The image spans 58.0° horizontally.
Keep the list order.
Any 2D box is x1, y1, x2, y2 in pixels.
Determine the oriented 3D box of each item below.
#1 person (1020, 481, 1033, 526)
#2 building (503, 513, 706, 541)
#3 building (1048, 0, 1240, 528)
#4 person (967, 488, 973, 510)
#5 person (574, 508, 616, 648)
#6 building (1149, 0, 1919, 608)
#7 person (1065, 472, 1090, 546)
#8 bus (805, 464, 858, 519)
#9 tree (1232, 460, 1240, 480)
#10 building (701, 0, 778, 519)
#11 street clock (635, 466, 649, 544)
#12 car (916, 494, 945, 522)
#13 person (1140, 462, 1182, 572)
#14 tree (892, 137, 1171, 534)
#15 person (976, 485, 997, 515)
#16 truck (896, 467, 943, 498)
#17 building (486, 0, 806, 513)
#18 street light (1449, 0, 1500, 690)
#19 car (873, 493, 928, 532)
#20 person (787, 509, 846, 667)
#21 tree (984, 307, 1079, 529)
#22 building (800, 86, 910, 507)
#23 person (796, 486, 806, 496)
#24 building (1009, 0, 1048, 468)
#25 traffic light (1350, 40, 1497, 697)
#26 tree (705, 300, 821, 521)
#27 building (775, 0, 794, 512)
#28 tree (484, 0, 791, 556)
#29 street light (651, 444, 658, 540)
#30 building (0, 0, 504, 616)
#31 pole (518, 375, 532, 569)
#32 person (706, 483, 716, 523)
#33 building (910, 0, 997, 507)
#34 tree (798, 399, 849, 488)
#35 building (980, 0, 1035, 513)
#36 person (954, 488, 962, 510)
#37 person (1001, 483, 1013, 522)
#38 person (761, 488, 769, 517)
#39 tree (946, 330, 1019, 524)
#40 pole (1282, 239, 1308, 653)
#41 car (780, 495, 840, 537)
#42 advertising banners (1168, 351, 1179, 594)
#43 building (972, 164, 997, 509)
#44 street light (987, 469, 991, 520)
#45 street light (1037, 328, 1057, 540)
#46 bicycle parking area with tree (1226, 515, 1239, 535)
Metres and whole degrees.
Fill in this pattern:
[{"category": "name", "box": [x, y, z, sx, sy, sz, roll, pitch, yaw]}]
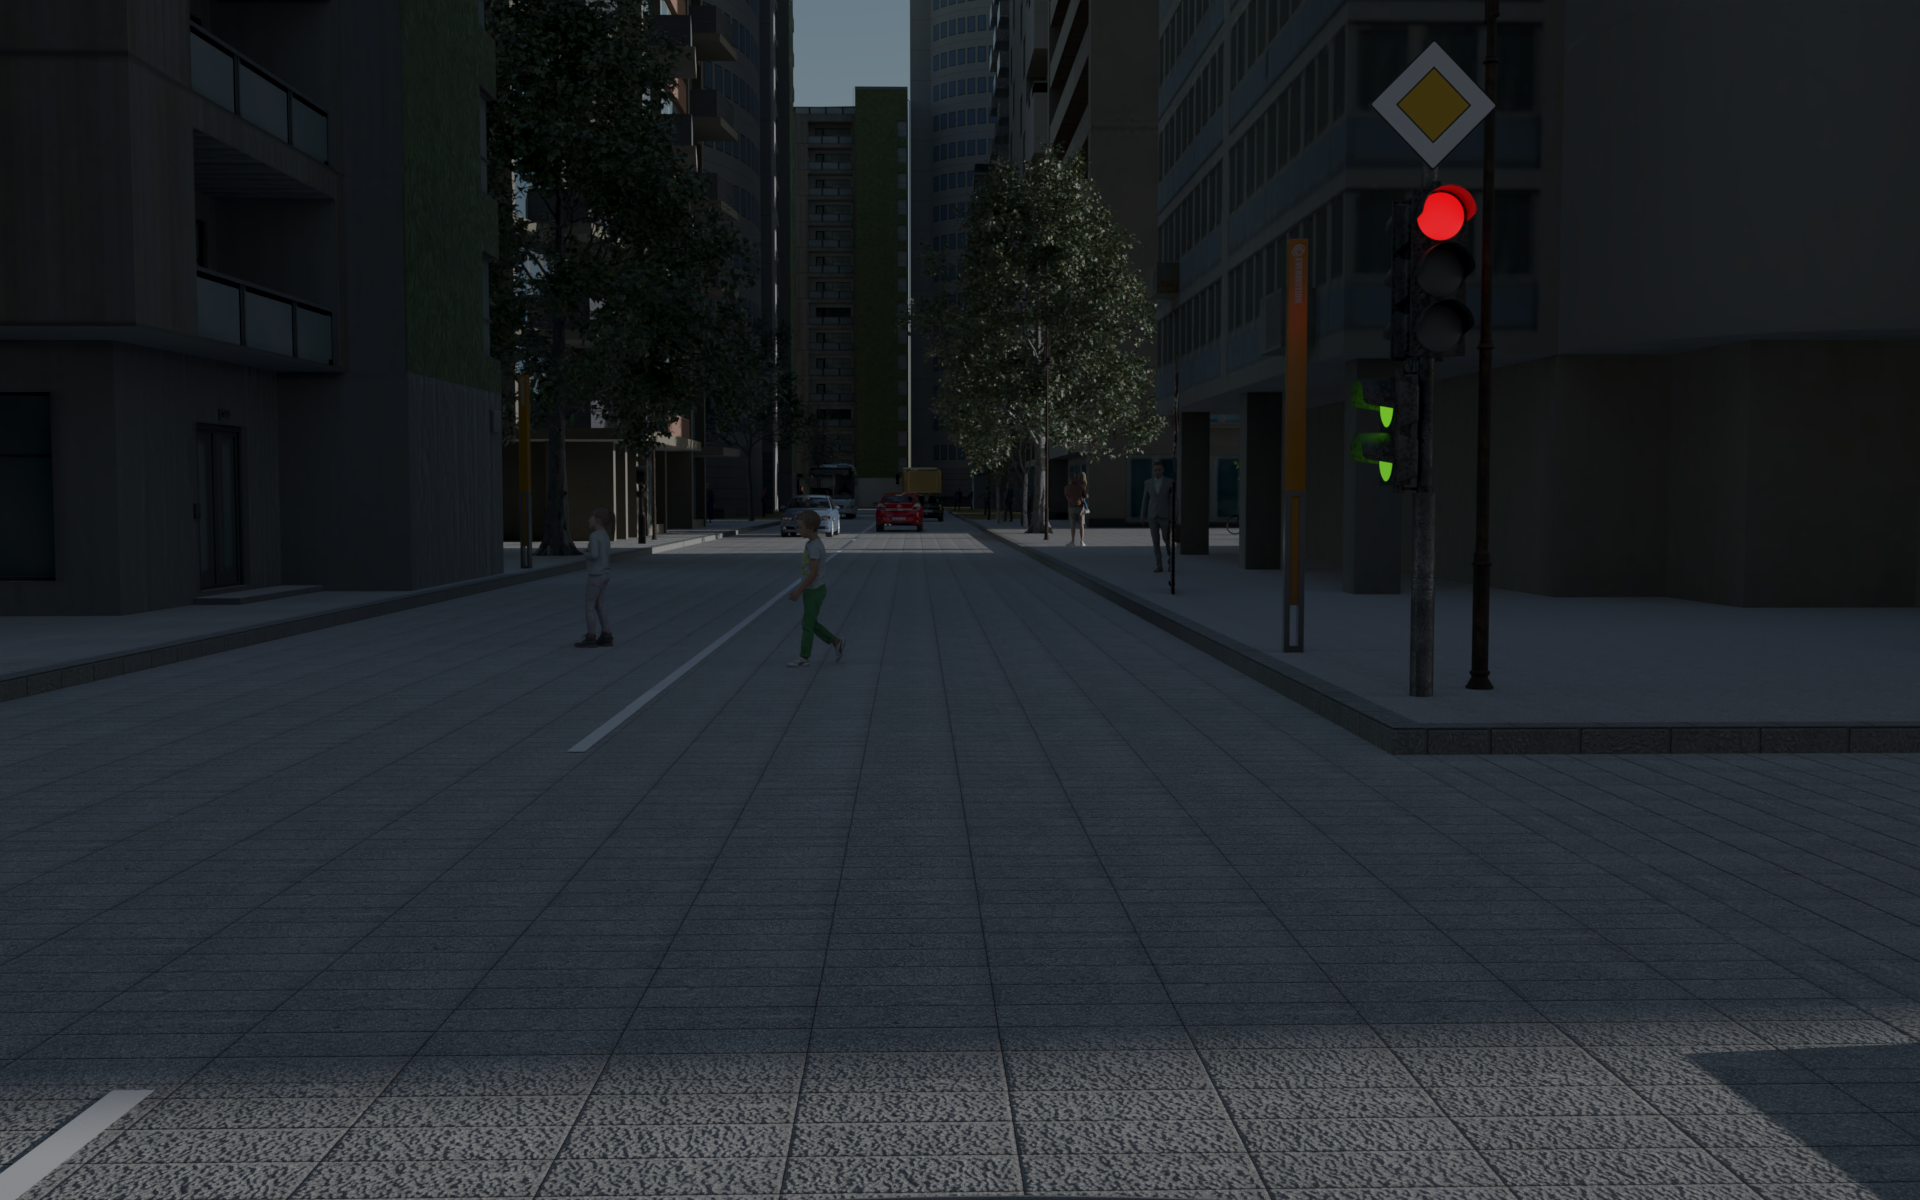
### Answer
[{"category": "person", "box": [2.684, -3.839, 68.984, 0.590, 1.801, 0.661, 3, 5, 42]}, {"category": "building", "box": [-19.350, -24.672, 58.018, 22.147, 44.769, 28.867, 0, 4, -2]}, {"category": "building", "box": [15.249, -27.600, 74.960, 21.300, 48.544, 21.600, 0, 4, -2]}, {"category": "person", "box": [0.796, -8.209, 140.706, 0.568, 1.767, 0.683, -1, 4, -20]}, {"category": "person", "box": [-3.419, -0.210, 16.216, 0.394, 1.301, 0.425, 0, 4, -8]}, {"category": "building", "box": [16.078, -20.494, 26.961, 23.993, 40.220, 32.217, 0, 4, -2]}, {"category": "person", "box": [2.927, -2.257, 42.918, 0.580, 1.828, 0.573, -3, 5, -42]}, {"category": "bus", "box": [-7.491, -6.649, 103.563, 2.948, 3.499, 13.247, 0, 4, -2]}, {"category": "tree", "box": [8.006, -3.136, 45.869, 1.663, 3.219, 1.824, 0, 3, 0]}, {"category": "building", "box": [-22.219, -34.088, 99.335, 21.231, 58.520, 28.212, 0, 4, -2]}, {"category": "street clock", "box": [-8.197, -2.449, 44.615, 0.358, 2.002, 0.471, 0, 4, -4]}, {"category": "car", "box": [-1.755, -4.979, 91.189, 2.009, 1.686, 4.222, 0, 4, -2]}, {"category": "person", "box": [3.293, -1.361, 28.414, 0.709, 1.813, 0.853, 1, 4, 16]}, {"category": "tree", "box": [2.603, -8.516, 56.246, 9.611, 12.733, 9.660, 0, 3, 0]}, {"category": "person", "box": [1.668, -6.122, 106.217, 1.350, 1.814, 0.705, -1, 4, -12]}, {"category": "truck", "box": [-2.817, -7.860, 124.431, 3.469, 3.379, 9.791, 0, 4, -3]}, {"category": "building", "box": [-27.824, -30.221, 148.742, 28.867, 44.769, 22.147, 0, 4, -2]}, {"category": "street light", "box": [3.427, -2.352, 11.246, 0.468, 5.910, 1.993, 0, 4, -2]}, {"category": "car", "box": [-2.321, -3.548, 67.050, 2.155, 1.783, 4.494, 0, 4, -1]}, {"category": "person", "box": [-1.193, -0.105, 14.458, 0.590, 1.304, 0.306, -2, 4, -35]}, {"category": "tree", "box": [2.435, -6.946, 63.936, 4.360, 8.622, 3.978, 0, 3, 0]}, {"category": "building", "box": [-12.145, -30.200, 177.364, 14.086, 41.232, 14.154, 0, 4, -2]}, {"category": "person", "box": [-10.425, -6.605, 114.065, 0.705, 1.821, 1.348, -3, 5, -44]}, {"category": "building", "box": [16.995, -31.359, 101.953, 28.713, 52.752, 27.495, 0, 4, -2]}, {"category": "traffic light", "box": [2.915, -1.344, 10.900, 0.839, 4.253, 0.868, 0, 4, -2]}, {"category": "tree", "box": [-10.216, -9.012, 81.752, 7.601, 10.594, 8.767, -2, 4, -24]}, {"category": "building", "box": [-19.074, -26.793, 121.661, 14.154, 41.232, 14.086, 0, 4, -2]}, {"category": "tree", "box": [-8.320, -7.274, 35.931, 9.611, 12.733, 9.660, 0, 3, 0]}, {"category": "street light", "box": [-8.577, -4.626, 48.422, 0.468, 5.910, 1.993, 0, 4, -2]}, {"category": "building", "box": [-14.215, -20.560, 19.753, 14.154, 41.232, 14.086, 0, 4, -2]}, {"category": "pole", "box": [-7.476, -2.197, 29.770, 0.158, 3.312, 0.155, 0, 3, 0]}, {"category": "person", "box": [-11.093, -4.290, 76.603, 0.576, 1.772, 0.534, -1, 4, -9]}, {"category": "building", "box": [8.912, -39.056, 180.560, 28.212, 58.520, 21.231, 0, 4, -2]}, {"category": "tree", "box": [-10.944, -11.271, 134.635, 4.360, 8.622, 3.978, 0, 3, 0]}, {"category": "building", "box": [13.673, -31.286, 131.137, 23.786, 49.044, 30.456, 0, 4, -2]}, {"category": "person", "box": [-0.177, -7.878, 135.291, 0.683, 1.767, 0.568, 0, 4, -7]}, {"category": "person", "box": [2.175, -4.534, 80.347, 0.590, 1.801, 0.661, 2, 4, 35]}, {"category": "person", "box": [-10.707, -5.364, 95.214, 0.415, 1.643, 0.593, -3, 4, -37]}, {"category": "tree", "box": [1.434, -7.613, 74.835, 4.737, 8.622, 4.395, 0, 3, 0]}, {"category": "pole", "box": [2.704, -1.232, 13.982, 0.158, 3.312, 0.155, 0, 3, 0]}, {"category": "car", "box": [-5.093, -2.887, 59.211, 2.014, 1.417, 4.499, 0, 4, 0]}, {"category": "advertising banners", "box": [2.752, -1.597, 22.297, 0.090, 3.025, 2.074, 0, 4, 6]}, {"category": "building", "box": [8.033, -23.397, 154.243, 14.160, 30.474, 14.107, 0, 4, -2]}, {"category": "street light", "box": [1.430, -6.886, 85.379, 0.468, 5.910, 1.993, 0, 4, -2]}, {"category": "street light", "box": [2.418, -4.619, 48.312, 0.468, 5.910, 1.993, 0, 4, -2]}, {"category": "bicycle parking area with tree", "box": [12.199, -3.940, 51.425, 9.016, 4.147, 8.231, 1, 4, 15]}]
